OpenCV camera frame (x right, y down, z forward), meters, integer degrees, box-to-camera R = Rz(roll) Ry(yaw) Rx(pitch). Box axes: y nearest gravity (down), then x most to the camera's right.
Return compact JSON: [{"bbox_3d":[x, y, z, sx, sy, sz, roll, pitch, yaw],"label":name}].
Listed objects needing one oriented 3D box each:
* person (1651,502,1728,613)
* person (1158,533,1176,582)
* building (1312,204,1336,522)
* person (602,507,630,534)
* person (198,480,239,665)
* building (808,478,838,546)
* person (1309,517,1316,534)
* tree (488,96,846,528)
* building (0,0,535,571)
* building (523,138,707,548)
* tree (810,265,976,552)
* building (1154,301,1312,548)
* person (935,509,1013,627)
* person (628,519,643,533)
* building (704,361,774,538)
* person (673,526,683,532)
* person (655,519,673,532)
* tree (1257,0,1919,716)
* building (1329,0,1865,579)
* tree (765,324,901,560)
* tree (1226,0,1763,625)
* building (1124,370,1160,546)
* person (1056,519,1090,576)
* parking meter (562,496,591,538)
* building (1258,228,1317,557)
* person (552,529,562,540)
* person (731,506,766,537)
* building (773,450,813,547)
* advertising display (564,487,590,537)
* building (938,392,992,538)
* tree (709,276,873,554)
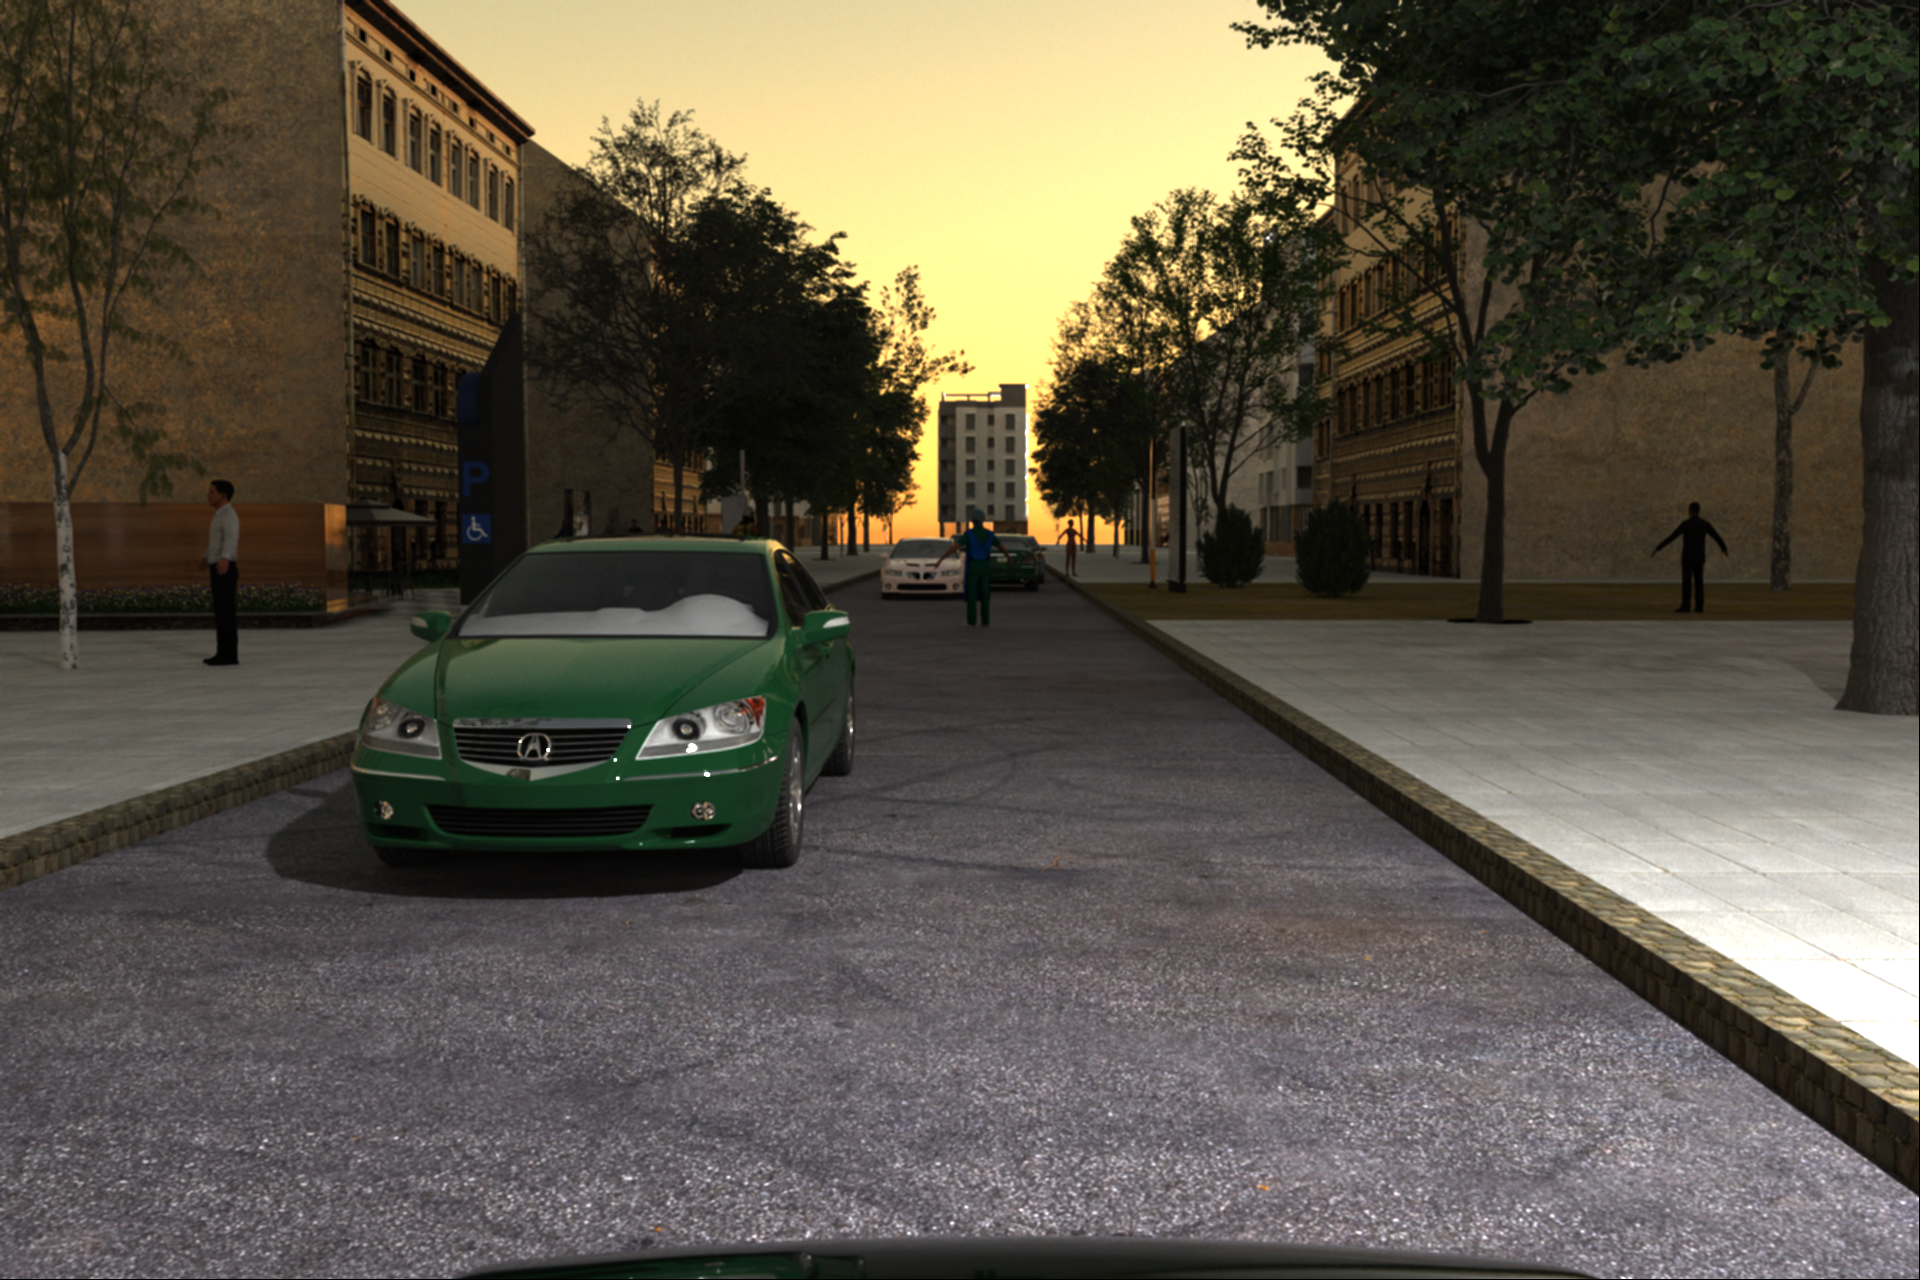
[{"bbox_3d":[11.991,-1.354,28.366,1.346,1.802,0.704,-1,4,-8],"label":"person"},{"bbox_3d":[5.746,-2.478,46.456,0.705,1.837,1.347,3,4,37],"label":"person"},{"bbox_3d":[26.800,-15.055,77.080,19.493,23.208,18.063,0,4,1],"label":"building"},{"bbox_3d":[-6.932,-1.748,34.702,0.705,1.813,1.348,2,4,31],"label":"person"},{"bbox_3d":[-7.284,-0.666,17.052,0.704,1.810,1.344,-2,4,-31],"label":"person"},{"bbox_3d":[-24.183,-22.417,197.443,19.493,23.208,18.063,0,4,2],"label":"building"},{"bbox_3d":[11.064,-2.936,53.866,0.705,1.847,1.347,3,5,41],"label":"person"},{"bbox_3d":[-8.047,-8.474,48.926,12.009,13.543,11.850,0,3,0],"label":"tree"},{"bbox_3d":[-25.805,-13.781,56.255,19.493,23.208,18.063,0,4,1],"label":"building"},{"bbox_3d":[-24.655,-16.177,95.417,19.493,23.208,18.063,0,4,0],"label":"building"},{"bbox_3d":[-5.727,-16.283,122.116,12.611,20.169,13.585,0,3,0],"label":"tree"},{"bbox_3d":[28.598,-20.337,163.440,19.493,23.208,18.063,0,4,1],"label":"building"},{"bbox_3d":[0.257,-1.107,26.689,1.347,1.817,0.704,-2,4,-27],"label":"person"},{"bbox_3d":[-11.601,-3.394,61.628,1.346,1.812,0.704,1,4,17],"label":"person"},{"bbox_3d":[-22.948,-18.092,152.231,16.016,20.090,11.380,0,4,1],"label":"building"},{"bbox_3d":[-5.256,-1.437,32.759,0.599,1.433,0.991,-3,5,-40],"label":"person"},{"bbox_3d":[-10.344,-3.317,60.509,1.348,1.796,0.705,-1,4,-8],"label":"person"},{"bbox_3d":[6.692,-6.446,12.046,9.857,13.997,8.962,0,3,0],"label":"tree"},{"bbox_3d":[23.536,-13.865,57.621,19.493,23.208,18.063,0,4,1],"label":"building"},{"bbox_3d":[-6.552,-9.732,84.876,9.928,11.665,9.643,0,3,0],"label":"tree"},{"bbox_3d":[7.577,-6.040,24.513,9.928,11.665,9.643,0,3,0],"label":"tree"},{"bbox_3d":[28.004,-20.047,194.222,16.747,18.905,31.486,0,4,1],"label":"building"},{"bbox_3d":[3.434,-2.818,52.870,1.217,1.733,0.721,-2,4,-31],"label":"person"},{"bbox_3d":[-5.864,-1.274,26.534,0.399,1.863,0.255,0,4,3],"label":"parking meter"},{"bbox_3d":[23.783,-15.337,107.178,16.016,20.090,11.380,0,4,1],"label":"building"},{"bbox_3d":[-10.591,-2.517,47.117,1.349,1.833,0.705,-3,5,-40],"label":"person"},{"bbox_3d":[-4.296,-1.810,35.366,1.354,1.858,0.705,2,4,34],"label":"person"},{"bbox_3d":[-20.939,-19.318,172.275,16.016,20.090,11.380,0,4,1],"label":"building"},{"bbox_3d":[-5.376,-1.172,24.375,0.123,1.923,0.974,0,4,2],"label":"advertising display"},{"bbox_3d":[-2.528,-22.254,222.725,11.380,20.090,16.016,0,4,5],"label":"building"},{"bbox_3d":[-7.812,-9.603,75.140,7.486,12.596,7.792,0,3,0],"label":"tree"}]
